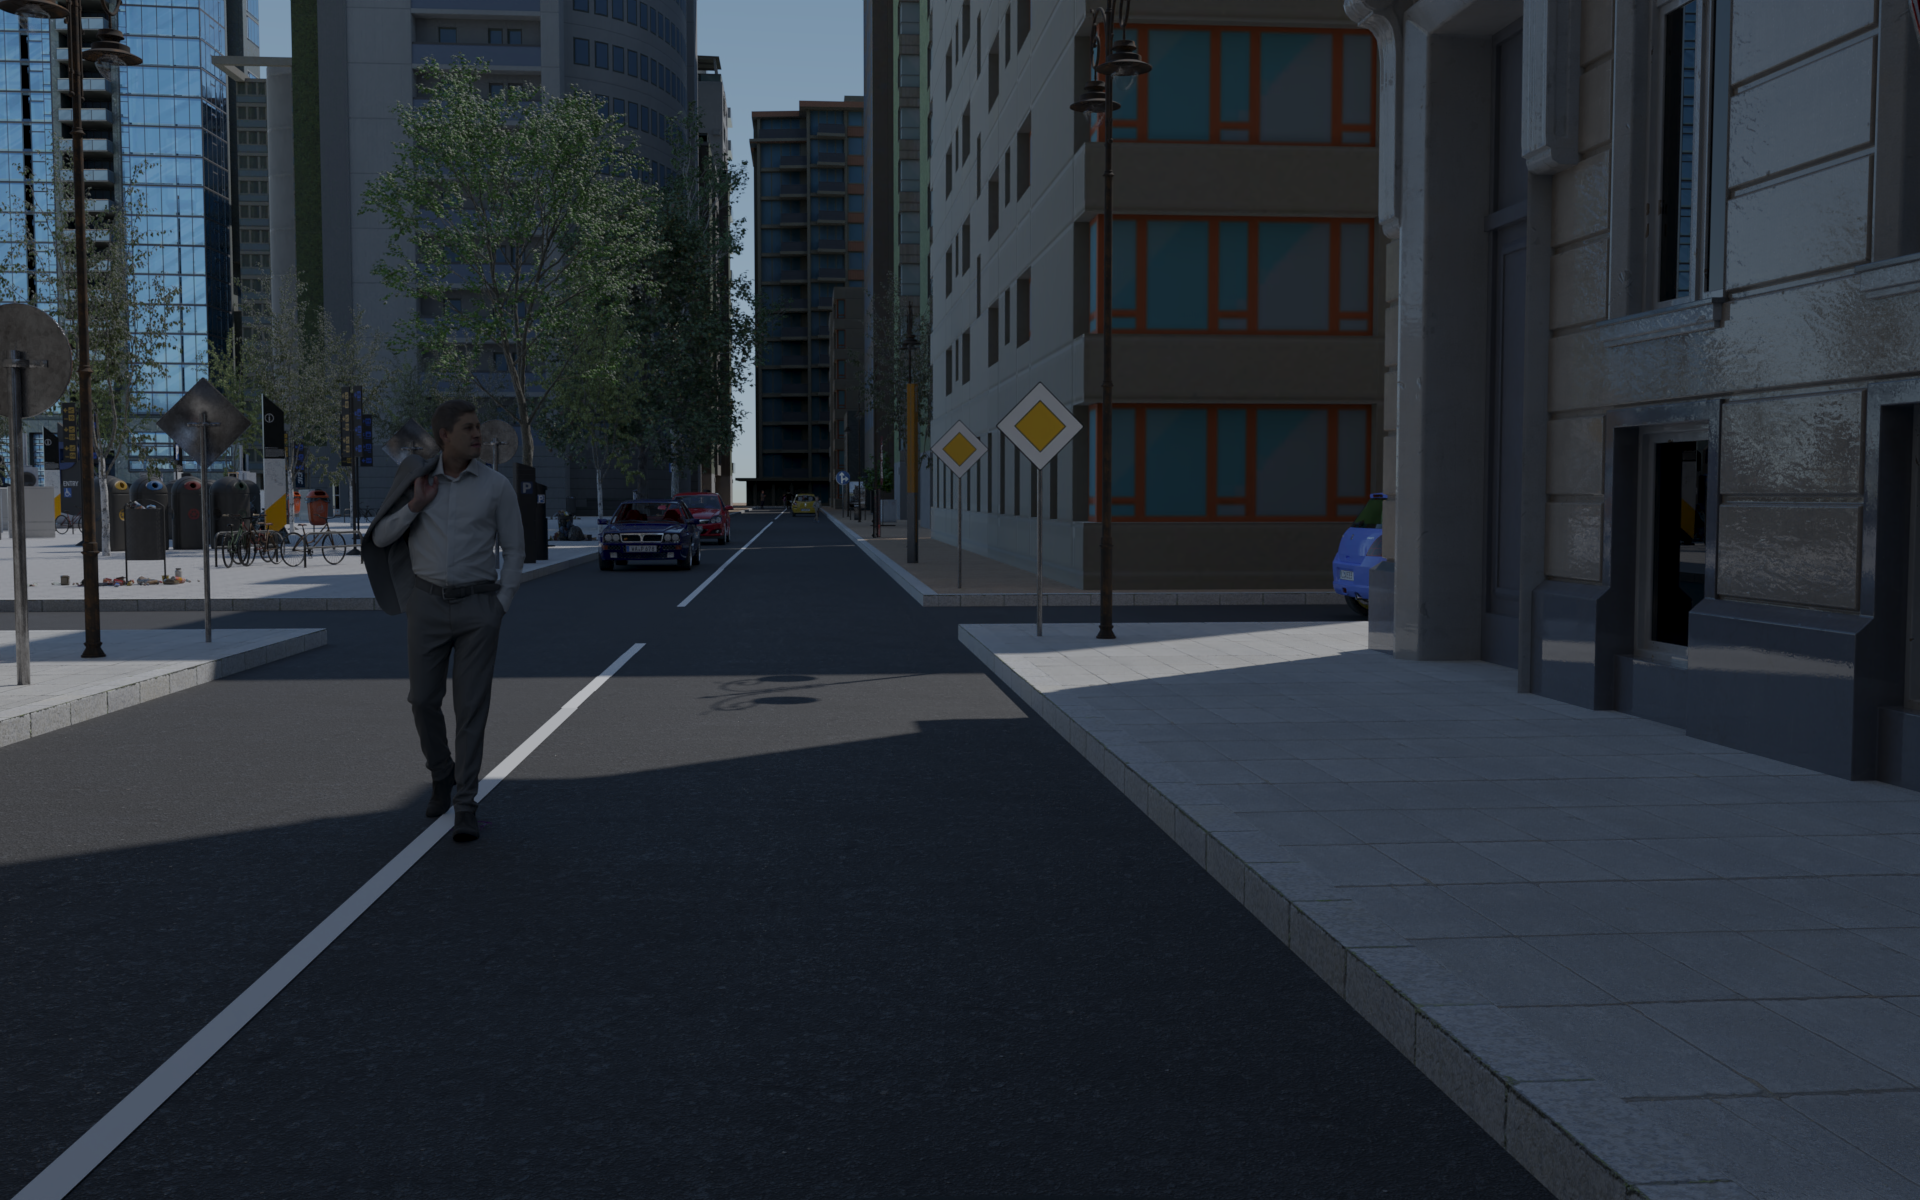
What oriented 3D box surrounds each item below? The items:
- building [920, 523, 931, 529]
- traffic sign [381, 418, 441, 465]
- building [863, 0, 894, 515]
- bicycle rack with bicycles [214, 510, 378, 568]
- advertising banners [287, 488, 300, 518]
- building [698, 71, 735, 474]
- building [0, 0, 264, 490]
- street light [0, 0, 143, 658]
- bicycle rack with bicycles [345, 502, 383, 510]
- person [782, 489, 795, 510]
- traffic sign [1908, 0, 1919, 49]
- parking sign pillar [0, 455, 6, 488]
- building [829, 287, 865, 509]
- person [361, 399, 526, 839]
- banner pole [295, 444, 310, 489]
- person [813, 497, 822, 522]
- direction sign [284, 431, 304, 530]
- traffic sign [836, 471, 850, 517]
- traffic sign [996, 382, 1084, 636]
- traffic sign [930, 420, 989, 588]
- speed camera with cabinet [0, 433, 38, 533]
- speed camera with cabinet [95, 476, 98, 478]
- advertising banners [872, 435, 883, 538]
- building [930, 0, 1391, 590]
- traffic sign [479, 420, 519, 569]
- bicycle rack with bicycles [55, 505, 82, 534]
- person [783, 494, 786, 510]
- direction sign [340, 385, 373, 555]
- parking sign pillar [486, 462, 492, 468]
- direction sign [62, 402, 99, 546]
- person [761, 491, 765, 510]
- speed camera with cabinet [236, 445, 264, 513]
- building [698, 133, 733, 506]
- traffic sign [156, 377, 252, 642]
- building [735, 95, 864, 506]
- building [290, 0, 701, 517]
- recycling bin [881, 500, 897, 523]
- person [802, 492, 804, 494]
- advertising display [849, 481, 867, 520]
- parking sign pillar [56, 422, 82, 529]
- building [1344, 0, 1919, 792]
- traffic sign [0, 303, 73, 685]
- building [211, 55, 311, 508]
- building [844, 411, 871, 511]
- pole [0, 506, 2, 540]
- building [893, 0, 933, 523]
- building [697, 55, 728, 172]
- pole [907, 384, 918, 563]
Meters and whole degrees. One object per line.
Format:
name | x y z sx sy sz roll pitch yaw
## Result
building | 5.266 -23.620 69.788 14.154 41.232 14.086 0 4 -5
traffic sign | -7.225 -1.177 22.883 0.795 2.450 0.064 0 4 -5
building | 1.282 -27.869 105.774 14.600 45.320 14.200 0 4 -5
bicycle rack with bicycles | -12.202 -1.077 30.994 2.852 0.926 2.925 1 4 14
advertising banners | -34.340 -5.659 88.720 2.074 3.025 0.090 3 4 36
building | -40.343 -34.972 191.408 30.456 49.044 23.786 0 4 -5
building | -76.521 -51.513 154.911 31.000 86.520 22.319 0 4 -5
street light | -6.820 -2.487 13.454 0.468 5.910 1.993 0 4 -5
bicycle rack with bicycles | -26.210 -3.949 77.948 2.852 0.926 2.925 1 4 15
person | -15.243 -8.941 154.312 1.348 1.869 0.705 0 4 3
traffic sign | 1.957 -0.175 2.975 0.768 2.556 0.104 0 4 0
parking sign pillar | -47.394 -5.878 84.574 1.447 3.967 1.447 -1 4 -12
building | 1.978 -19.280 160.261 27.650 21.520 28.899 0 4 -5
person | -2.211 0.071 7.434 0.679 1.850 0.850 -1 4 -13
banner pole | -31.663 -5.721 83.550 0.863 3.779 0.401 -3 4 -37
person | -7.204 -4.571 87.508 0.475 1.303 0.640 -3 5 -40
direction sign | -23.902 -4.279 61.965 0.876 3.537 0.379 -3 4 -37
traffic sign | -6.402 -5.794 94.833 0.768 2.556 0.104 0 4 -4
traffic sign | 0.714 -0.729 15.564 0.795 2.450 0.064 0 4 -5
traffic sign | -0.009 -1.216 23.516 0.795 2.450 0.064 0 4 -5
speed camera with cabinet | -30.927 -3.767 55.929 2.038 3.252 0.660 -2 4 -31
speed camera with cabinet | -45.065 -5.907 90.919 0.660 3.252 2.038 -1 4 -9
advertising banners | -2.423 -3.368 51.259 0.090 3.025 2.074 0 4 6
building | 14.785 -11.771 37.497 28.899 21.520 27.650 0 4 -5
traffic sign | -7.935 -1.805 29.625 0.768 2.556 0.104 0 4 -5
bicycle rack with bicycles | -27.061 -2.576 55.504 2.925 0.926 2.852 2 4 26
person | -16.214 -9.033 159.405 0.599 1.433 0.991 0 4 -4
direction sign | -12.754 -2.717 36.414 0.876 3.537 0.379 3 5 44
parking sign pillar | -24.721 -6.175 89.441 1.447 3.967 1.447 2 4 30
direction sign | -21.742 -3.111 42.865 0.876 3.537 0.379 0 4 4
person | -17.967 -9.161 158.816 0.750 1.759 0.617 2 4 31
speed camera with cabinet | -28.445 -4.642 70.240 2.038 3.252 0.660 1 4 21
building | -26.781 -22.969 147.239 14.160 30.474 14.107 0 4 -5
traffic sign | -6.502 -0.690 14.931 0.795 2.450 0.064 0 4 -5
building | -10.327 -32.959 193.496 28.867 44.769 22.147 0 4 -5
building | -28.017 -34.714 109.577 21.231 58.520 28.212 0 4 -5
recycling bin | -3.291 -4.029 78.420 0.722 1.027 0.722 -1 4 -17
person | -12.599 -7.872 138.680 0.415 1.643 0.593 -3 5 -41
advertising display | -5.020 -4.881 85.024 0.974 1.923 0.123 2 4 29
parking sign pillar | -33.206 -4.663 64.708 1.447 3.967 1.447 1 4 17
building | 10.452 -13.362 4.376 13.634 28.700 20.117 0 4 -5
traffic sign | -6.300 -0.702 11.576 0.768 2.556 0.104 0 4 4
building | -48.667 -28.242 153.632 23.993 40.220 32.217 0 4 -5
building | 2.851 -49.843 127.610 22.319 86.520 31.000 0 4 -5
pole | -26.848 -3.327 48.237 0.158 3.312 0.155 0 3 0
building | 3.404 -24.964 91.754 14.154 41.232 14.086 0 4 -5
building | -28.968 -29.381 163.975 14.086 41.232 14.154 0 4 -5
pole | -0.878 -2.339 32.084 0.158 3.312 0.155 0 3 0
